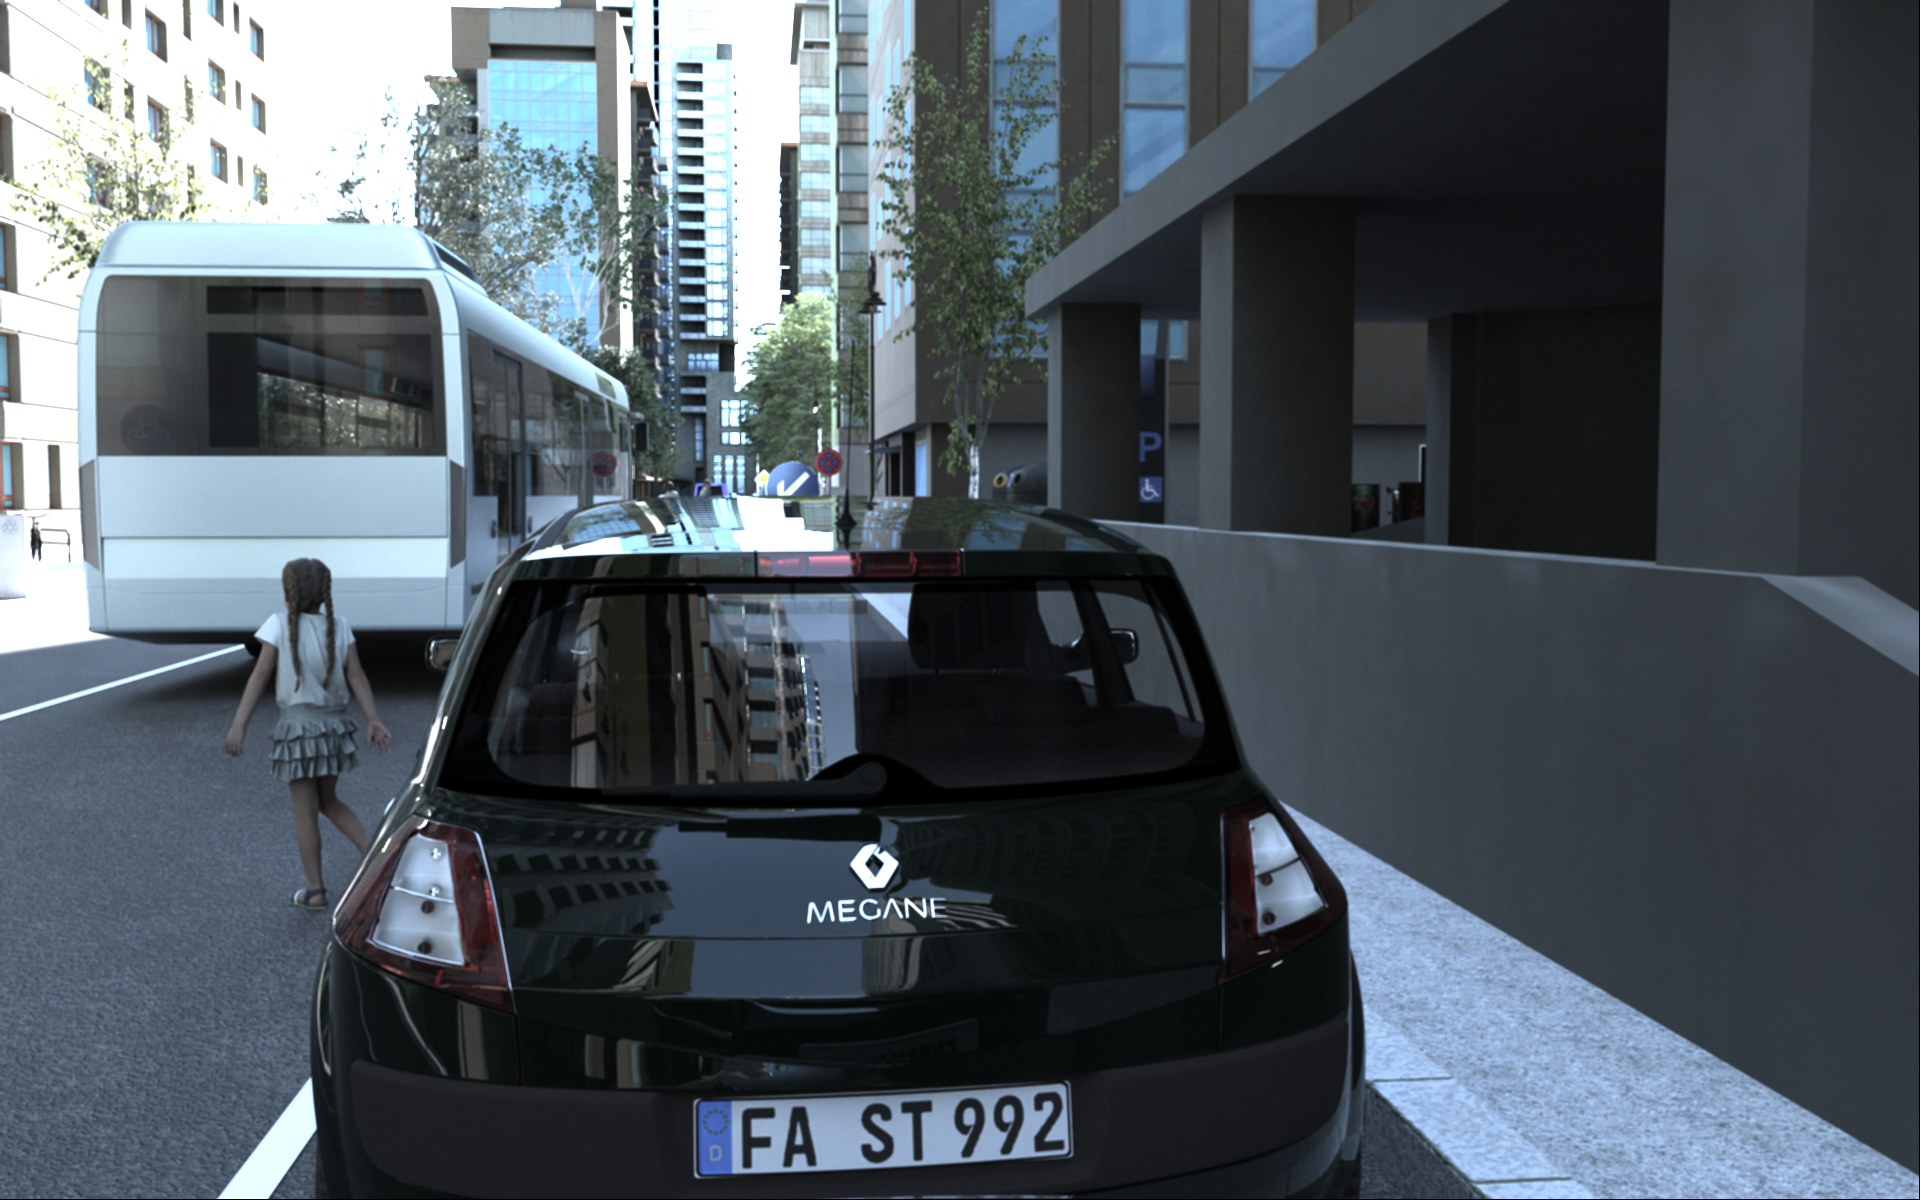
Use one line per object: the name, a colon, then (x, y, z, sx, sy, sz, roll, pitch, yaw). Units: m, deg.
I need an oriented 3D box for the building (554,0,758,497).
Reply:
building: (-44.505, -57.018, 244.912, 31.000, 86.520, 22.319, 0, 4, -7)

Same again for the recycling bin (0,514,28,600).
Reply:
recycling bin: (-11.883, -0.530, 21.226, 0.722, 1.027, 0.722, -2, 4, -35)

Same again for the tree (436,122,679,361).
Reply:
tree: (-20.830, -14.239, 88.701, 12.611, 20.169, 13.585, 0, 3, 0)

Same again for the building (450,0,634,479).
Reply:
building: (-37.534, -31.084, 158.341, 14.600, 45.320, 14.200, 0, 4, -7)

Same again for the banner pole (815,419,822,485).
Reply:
banner pole: (-4.724, -4.155, 57.958, 0.401, 3.779, 0.863, -1, 4, -18)

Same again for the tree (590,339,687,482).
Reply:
tree: (-25.197, -12.964, 128.970, 9.611, 12.733, 9.660, 0, 3, 0)

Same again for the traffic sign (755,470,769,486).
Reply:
traffic sign: (-7.970, -4.093, 70.567, 0.795, 2.450, 0.064, 0, 4, -7)

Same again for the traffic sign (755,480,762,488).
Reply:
traffic sign: (-8.900, -4.578, 78.498, 0.795, 2.450, 0.064, 0, 4, -7)

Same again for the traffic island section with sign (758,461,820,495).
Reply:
traffic island section with sign: (-2.206, -0.797, 21.651, 1.989, 1.847, 2.006, 0, 4, -7)

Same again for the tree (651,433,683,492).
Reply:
tree: (-33.937, -15.229, 199.357, 4.737, 8.622, 4.395, 0, 3, 0)

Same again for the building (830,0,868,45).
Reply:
building: (2.226, -23.193, 62.795, 14.154, 41.232, 14.086, 0, 4, -7)

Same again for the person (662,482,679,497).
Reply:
person: (-8.172, -2.458, 49.041, 0.532, 1.782, 0.716, 3, 5, 44)

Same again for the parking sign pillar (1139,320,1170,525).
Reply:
parking sign pillar: (2.662, -2.173, 23.995, 1.447, 3.967, 1.447, 1, 4, 9)

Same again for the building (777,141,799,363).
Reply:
building: (-11.210, -34.164, 213.210, 22.147, 44.769, 28.867, 0, 4, -7)

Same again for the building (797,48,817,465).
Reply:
building: (-8.236, -29.362, 163.670, 14.154, 41.232, 14.086, 0, 4, -7)

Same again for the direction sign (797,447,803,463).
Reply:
direction sign: (-7.769, -5.631, 84.071, 0.379, 3.537, 0.876, -1, 4, -23)

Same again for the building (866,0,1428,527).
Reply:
building: (5.149, -23.893, 40.759, 14.600, 45.320, 14.200, 0, 4, -7)

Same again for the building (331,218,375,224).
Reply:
building: (-86.333, -33.880, 245.814, 23.993, 40.220, 32.217, 0, 4, -7)

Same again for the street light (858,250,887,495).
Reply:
street light: (-1.669, -3.685, 33.034, 0.468, 5.910, 1.993, 0, 4, -7)

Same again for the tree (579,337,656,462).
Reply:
tree: (-22.084, -10.353, 103.691, 8.767, 10.594, 7.601, 1, 4, 14)

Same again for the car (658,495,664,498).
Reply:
car: (-20.295, -6.613, 120.488, 2.083, 1.381, 4.827, 0, 4, -5)

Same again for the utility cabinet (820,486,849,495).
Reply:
utility cabinet: (-3.724, -2.560, 50.531, 0.318, 1.500, 1.173, 2, 4, 34)

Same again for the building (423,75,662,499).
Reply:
building: (-42.677, -32.106, 179.558, 22.147, 44.769, 28.867, 0, 4, -7)

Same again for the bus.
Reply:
bus: (-5.285, -1.437, 18.353, 2.948, 3.499, 13.247, 0, 4, -5)

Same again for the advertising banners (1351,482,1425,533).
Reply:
advertising banners: (5.918, -1.614, 22.585, 2.074, 3.025, 0.090, -1, 4, -16)

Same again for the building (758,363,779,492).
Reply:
building: (-15.000, -24.950, 252.973, 28.899, 21.520, 27.650, 0, 4, -7)

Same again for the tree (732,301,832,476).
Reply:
tree: (-10.280, -12.594, 112.565, 9.857, 13.997, 8.962, 0, 3, 0)

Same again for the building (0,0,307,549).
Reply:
building: (-37.720, -12.596, 50.976, 28.899, 21.520, 27.650, 0, 4, -7)

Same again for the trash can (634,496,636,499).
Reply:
trash can: (-28.037, -8.362, 148.377, 0.748, 1.137, 0.748, 0, 3, 0)

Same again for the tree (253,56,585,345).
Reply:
tree: (-15.334, -8.423, 48.093, 12.009, 13.543, 11.850, 0, 3, 0)

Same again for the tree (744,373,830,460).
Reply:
tree: (-11.717, -11.658, 125.016, 8.767, 10.594, 7.601, 0, 4, 7)

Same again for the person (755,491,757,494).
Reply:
person: (-18.789, -9.124, 158.205, 0.750, 1.759, 0.617, 1, 4, 14)

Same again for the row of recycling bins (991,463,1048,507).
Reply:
row of recycling bins: (1.045, -1.047, 24.233, 1.069, 1.692, 3.534, 0, 4, -4)

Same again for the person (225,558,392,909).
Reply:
person: (-2.233, 0.464, 5.937, 0.382, 1.210, 0.505, 3, 5, 43)

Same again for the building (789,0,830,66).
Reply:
building: (-3.509, -36.467, 185.480, 28.713, 52.752, 27.495, 0, 4, -7)

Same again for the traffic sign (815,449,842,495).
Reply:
traffic sign: (-3.712, -2.991, 49.003, 0.768, 2.556, 0.104, 0, 4, -6)

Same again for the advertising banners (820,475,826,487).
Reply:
advertising banners: (-11.222, -8.367, 132.983, 2.074, 3.025, 0.090, 0, 4, -4)

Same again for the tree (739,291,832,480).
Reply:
tree: (-8.640, -10.963, 97.371, 7.486, 12.596, 7.792, 0, 3, 0)

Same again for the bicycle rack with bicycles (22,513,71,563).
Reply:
bicycle rack with bicycles: (-17.925, -1.155, 32.267, 2.852, 0.926, 2.925, -3, 5, -43)

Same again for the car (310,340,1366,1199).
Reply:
car: (-0.397, 0.331, 4.380, 2.009, 1.686, 4.222, -1, 4, -8)

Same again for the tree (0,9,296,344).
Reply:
tree: (-12.812, -4.719, 27.526, 4.360, 8.622, 3.978, 0, 3, 0)

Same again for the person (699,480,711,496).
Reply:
person: (-6.749, -2.287, 46.014, 0.853, 1.813, 0.709, -1, 4, -15)

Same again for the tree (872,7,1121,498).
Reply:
tree: (0.403, -4.712, 27.399, 4.737, 8.622, 4.395, 0, 3, 0)

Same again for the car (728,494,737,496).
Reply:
car: (-18.805, -8.074, 140.812, 1.959, 1.807, 4.718, 0, 4, -8)

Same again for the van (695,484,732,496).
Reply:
van: (-14.851, -6.079, 103.773, 2.240, 2.365, 5.245, 0, 4, -5)

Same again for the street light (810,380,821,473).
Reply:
street light: (-5.848, -5.966, 70.327, 0.468, 5.910, 1.993, 0, 4, -7)

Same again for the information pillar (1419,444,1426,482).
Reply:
information pillar: (7.012, -1.296, 25.679, 0.304, 2.012, 0.304, -3, 4, -36)

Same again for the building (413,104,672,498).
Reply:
building: (-51.267, -36.300, 213.113, 30.456, 49.044, 23.786, 0, 4, -7)

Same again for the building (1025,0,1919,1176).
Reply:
building: (17.162, -19.418, 9.367, 32.217, 40.220, 23.993, 0, 4, -7)
